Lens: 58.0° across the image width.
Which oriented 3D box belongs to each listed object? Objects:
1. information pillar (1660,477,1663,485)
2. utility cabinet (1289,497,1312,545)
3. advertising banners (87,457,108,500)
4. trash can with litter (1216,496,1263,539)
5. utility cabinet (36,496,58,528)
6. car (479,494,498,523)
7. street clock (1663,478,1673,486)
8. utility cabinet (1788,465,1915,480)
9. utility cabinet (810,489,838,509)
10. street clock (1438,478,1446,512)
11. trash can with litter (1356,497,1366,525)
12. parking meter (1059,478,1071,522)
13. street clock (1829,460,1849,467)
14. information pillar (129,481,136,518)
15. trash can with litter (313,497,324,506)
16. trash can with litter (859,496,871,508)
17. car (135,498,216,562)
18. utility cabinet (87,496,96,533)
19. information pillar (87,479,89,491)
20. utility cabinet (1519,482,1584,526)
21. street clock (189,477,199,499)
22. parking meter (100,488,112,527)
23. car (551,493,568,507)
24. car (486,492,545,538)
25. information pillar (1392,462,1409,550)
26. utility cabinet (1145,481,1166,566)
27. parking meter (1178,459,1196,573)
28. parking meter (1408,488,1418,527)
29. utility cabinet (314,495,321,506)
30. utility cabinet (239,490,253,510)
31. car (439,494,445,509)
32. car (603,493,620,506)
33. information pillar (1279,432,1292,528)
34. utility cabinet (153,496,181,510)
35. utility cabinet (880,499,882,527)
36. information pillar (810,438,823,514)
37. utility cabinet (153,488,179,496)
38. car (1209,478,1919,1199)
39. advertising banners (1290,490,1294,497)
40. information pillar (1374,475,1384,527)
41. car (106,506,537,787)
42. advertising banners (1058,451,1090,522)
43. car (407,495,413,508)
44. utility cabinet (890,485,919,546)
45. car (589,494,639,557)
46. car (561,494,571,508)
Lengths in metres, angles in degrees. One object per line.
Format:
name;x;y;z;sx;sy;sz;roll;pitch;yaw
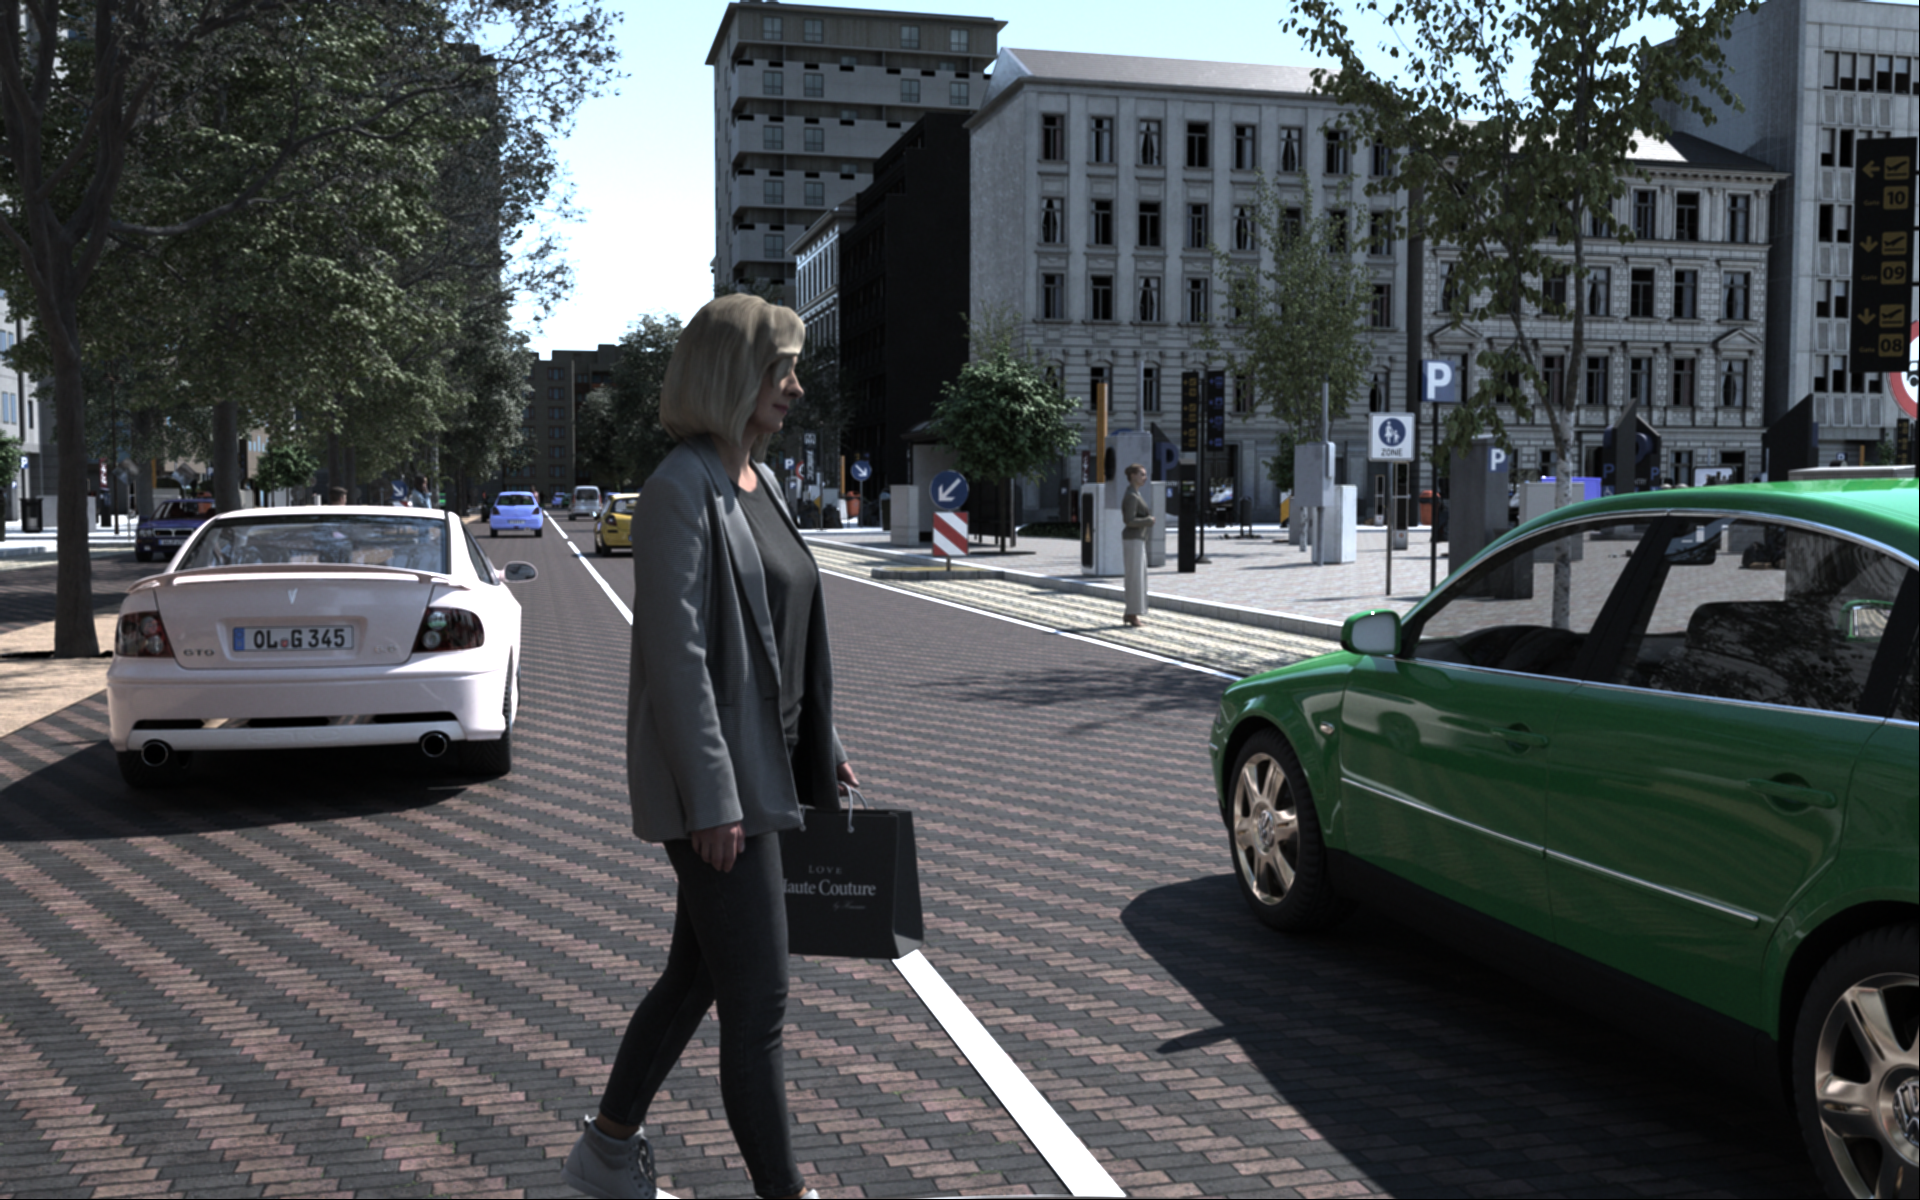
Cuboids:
information pillar;30.177;-4.312;74.999;0.304;2.012;0.304;-2;4;-32
utility cabinet;8.834;-2.005;43.941;0.306;1.237;1.020;-3;5;-42
advertising banners;-40.420;-5.161;80.572;0.090;3.025;2.074;1;4;20
trash can with litter;7.971;-2.383;50.014;1.678;1.210;2.233;3;5;40
utility cabinet;-34.943;-3.393;66.636;1.020;1.237;0.306;-3;5;-43
car;-23.608;-4.823;88.645;2.009;1.686;4.222;-1;4;-14
street clock;32.165;-4.533;78.684;0.358;2.002;0.471;0;4;-7
utility cabinet;7.069;-0.310;13.751;0.318;1.500;1.173;-1;4;-12
utility cabinet;-5.526;-3.768;70.279;1.173;1.500;0.318;-3;4;-39
street clock;19.940;-4.105;71.683;0.358;2.002;0.471;2;4;28
trash can with litter;16.455;-3.795;73.114;2.233;1.210;1.678;0;4;7
parking meter;3.815;-3.507;63.056;0.399;1.863;0.255;2;4;24
street clock;18.615;-1.967;36.729;0.471;2.002;0.358;-3;5;-40
information pillar;-43.961;-5.348;91.925;0.304;2.012;0.304;-2;4;-34
trash can with litter;-45.783;-6.896;124.142;0.624;1.170;1.055;2;4;25
trash can with litter;-4.486;-4.566;86.047;1.055;1.170;0.624;1;4;20
car;-16.875;-1.559;38.069;1.945;1.354;3.894;-1;4;-13
utility cabinet;-28.759;-2.816;57.206;0.306;1.237;1.020;-2;4;-34
information pillar;-43.670;-5.017;86.514;0.304;2.012;0.304;-3;4;-37
utility cabinet;11.280;-1.492;33.072;1.173;1.500;0.318;-1;4;-9
street clock;-32.297;-4.188;73.047;0.358;2.002;0.471;-2;4;-27
parking meter;-33.320;-3.617;67.547;0.372;1.533;0.369;0;3;0
car;-43.652;-10.974;189.007;1.945;1.707;3.694;-1;4;-15
car;-14.972;-2.985;58.389;1.945;1.707;3.694;-1;4;-15
information pillar;10.109;-2.158;39.770;0.304;2.012;0.304;0;4;1
utility cabinet;3.215;-1.354;30.819;0.318;1.500;1.173;-2;4;-25
parking meter;3.718;-1.386;28.365;0.255;1.863;0.399;0;4;1
parking meter;17.668;-3.615;67.518;0.372;1.533;0.369;0;3;0
utility cabinet;-45.168;-6.762;121.719;0.306;1.237;1.020;-1;4;-9
utility cabinet;-44.125;-5.983;106.501;1.173;1.500;0.318;-2;4;-35
car;-44.321;-8.513;147.980;1.959;1.807;4.718;-1;4;-14
car;-27.326;-7.787;136.903;1.945;1.707;3.694;-1;4;-13
information pillar;12.340;-4.528;65.382;0.504;3.616;0.183;1;4;16
utility cabinet;-29.922;-3.311;65.304;1.020;1.237;0.306;0;4;-1
utility cabinet;-2.794;-3.429;67.234;0.306;1.237;1.020;1;4;19
information pillar;-5.526;-4.598;66.534;0.504;3.616;0.183;0;4;-5
utility cabinet;-30.657;-3.543;66.607;1.173;1.500;0.318;-1;4;-20
car;2.195;0.259;4.564;1.959;1.807;4.718;-1;4;-15
advertising banners;12.296;-4.134;63.778;0.090;3.025;2.074;2;4;25
information pillar;16.454;-3.883;67.977;0.304;2.012;0.304;0;4;1
car;-3.515;0.144;10.007;2.083;1.381;4.827;-1;4;-13
advertising banners;4.649;-4.545;70.499;0.090;3.025;2.074;-2;4;-33
car;-37.921;-6.671;121.438;2.083;1.381;4.827;-1;4;-14
utility cabinet;-1.348;-2.065;42.444;0.318;1.500;1.173;-2;4;-23
car;-7.730;-1.885;41.044;2.015;1.641;3.980;-1;4;-15
car;-40.271;-10.415;179.083;1.959;1.807;4.718;-1;4;-15
